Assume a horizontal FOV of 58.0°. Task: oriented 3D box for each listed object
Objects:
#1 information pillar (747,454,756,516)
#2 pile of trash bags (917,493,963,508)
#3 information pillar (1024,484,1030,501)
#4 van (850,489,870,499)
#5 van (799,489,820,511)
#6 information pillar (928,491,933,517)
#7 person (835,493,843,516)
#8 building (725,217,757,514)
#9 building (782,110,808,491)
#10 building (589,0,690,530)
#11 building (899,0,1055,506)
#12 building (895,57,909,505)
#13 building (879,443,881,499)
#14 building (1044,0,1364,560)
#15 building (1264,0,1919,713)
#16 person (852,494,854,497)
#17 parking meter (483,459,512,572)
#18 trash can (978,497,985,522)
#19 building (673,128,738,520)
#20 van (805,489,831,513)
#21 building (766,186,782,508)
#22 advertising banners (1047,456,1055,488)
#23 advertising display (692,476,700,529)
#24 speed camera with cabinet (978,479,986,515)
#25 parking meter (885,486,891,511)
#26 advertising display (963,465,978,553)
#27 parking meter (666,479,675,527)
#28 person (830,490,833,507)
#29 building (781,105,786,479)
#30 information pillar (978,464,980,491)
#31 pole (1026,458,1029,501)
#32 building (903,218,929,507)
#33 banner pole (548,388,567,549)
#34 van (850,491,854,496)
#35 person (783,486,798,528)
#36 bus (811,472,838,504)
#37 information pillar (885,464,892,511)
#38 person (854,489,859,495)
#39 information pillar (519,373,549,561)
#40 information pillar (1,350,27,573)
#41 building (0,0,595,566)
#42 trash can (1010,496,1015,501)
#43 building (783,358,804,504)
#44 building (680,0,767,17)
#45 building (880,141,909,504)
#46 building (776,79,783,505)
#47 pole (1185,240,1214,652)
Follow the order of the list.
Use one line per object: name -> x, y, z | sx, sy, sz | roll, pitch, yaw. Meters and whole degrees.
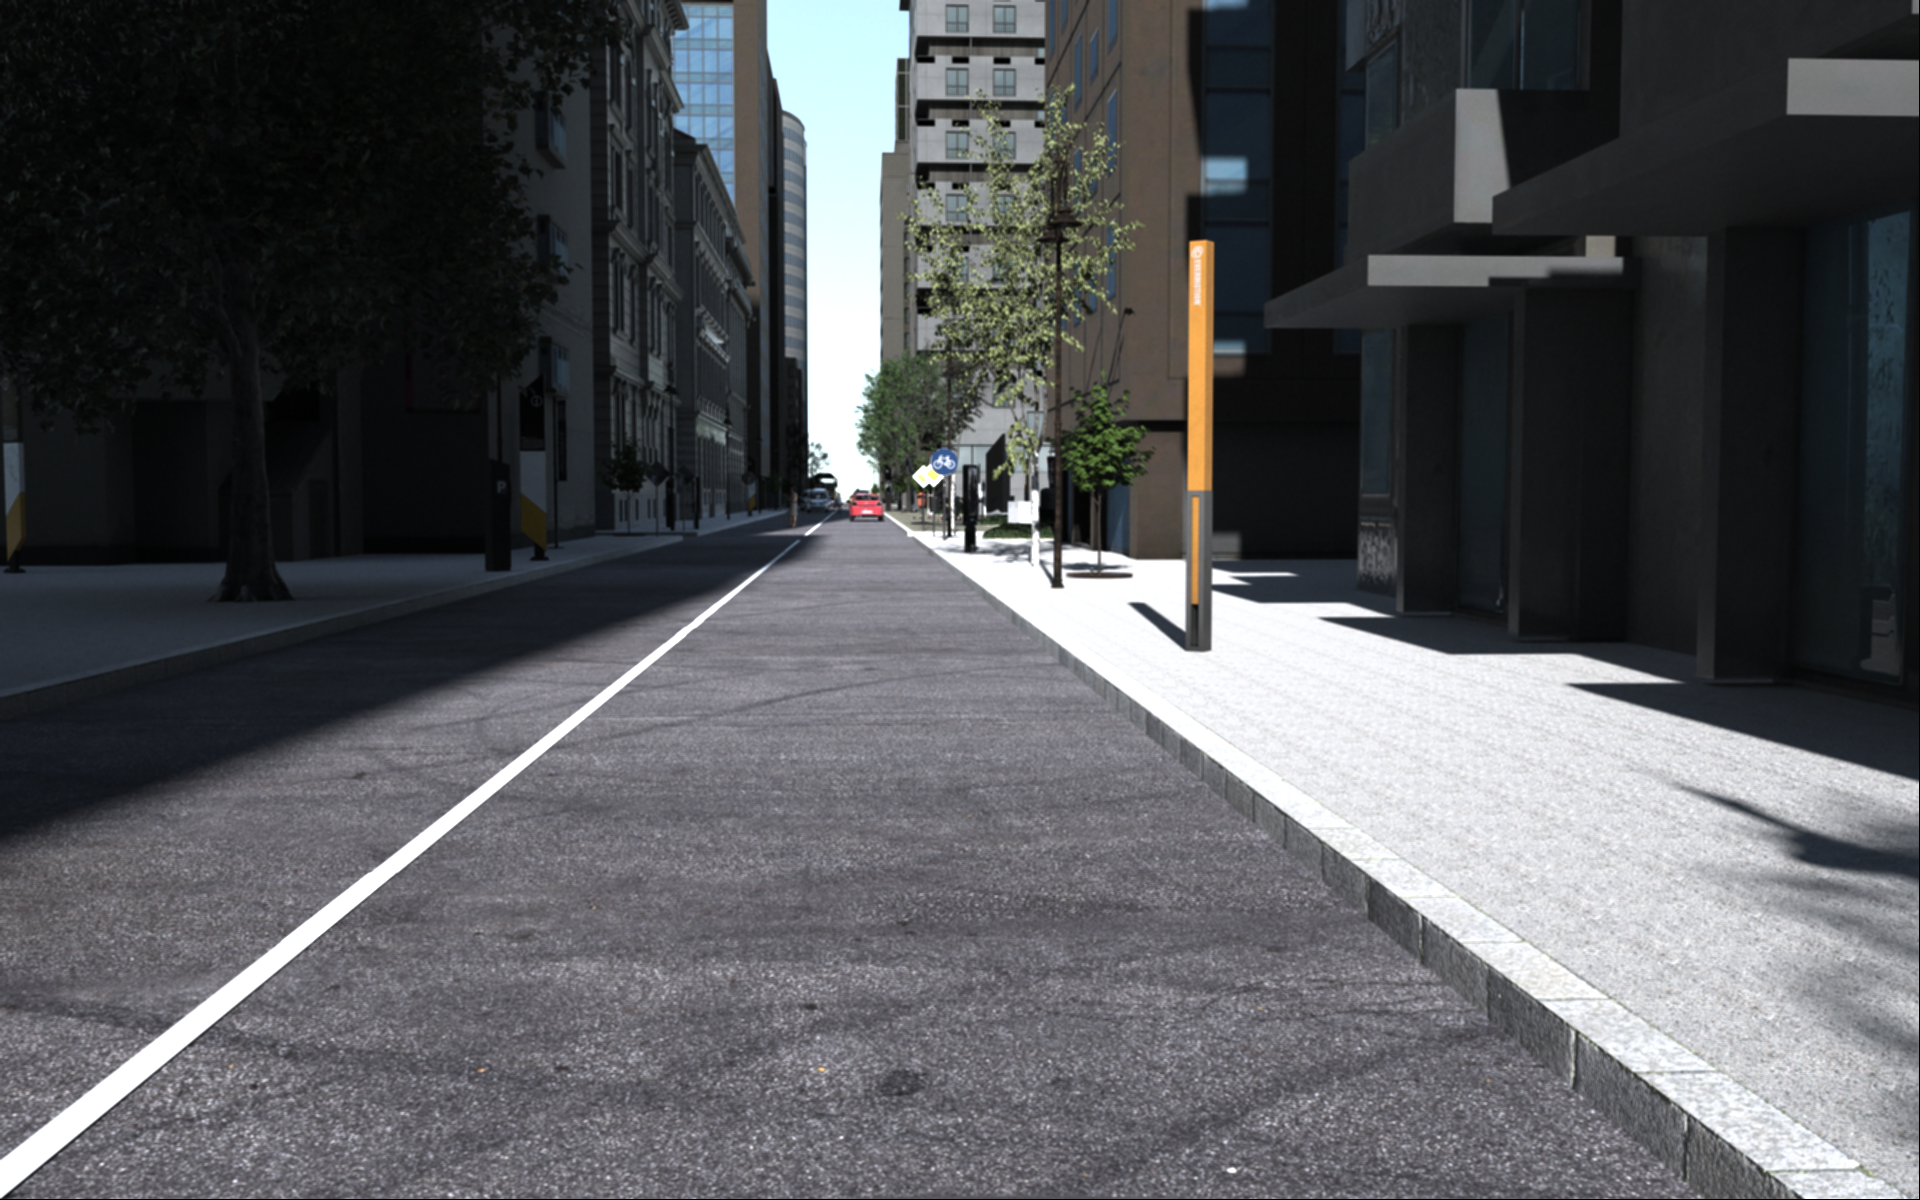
information pillar -> -12.224, -6.729, 101.379 | 0.504, 3.616, 0.183 | -1, 4, -9
pile of trash bags -> -1.119, -6.304, 112.820 | 3.447, 1.369, 1.912 | 1, 4, 11
information pillar -> 4.860, -7.409, 125.631 | 0.304, 2.012, 0.304 | 1, 4, 18
van -> -8.463, -8.707, 149.377 | 2.013, 2.044, 4.112 | 0, 4, -5
van -> -12.919, -8.732, 149.773 | 2.013, 2.044, 4.112 | 0, 4, -3
information pillar -> -1.670, -5.688, 97.494 | 0.304, 2.012, 0.304 | 0, 4, -5
person -> -7.790, -6.174, 112.038 | 0.523, 1.515, 0.503 | 1, 4, 22
building -> -21.005, -16.800, 116.482 | 13.314, 21.916, 24.055 | 0, 4, -3
building -> -33.852, -43.944, 260.476 | 21.231, 58.520, 28.212 | 0, 4, -3
building -> -19.044, -17.345, 70.978 | 14.401, 28.519, 23.554 | 0, 4, -3
building -> 9.032, -35.047, 162.250 | 28.713, 52.752, 27.495 | 0, 4, -3
building -> -2.384, -51.719, 283.851 | 20.563, 71.187, 20.611 | 0, 4, -3
building -> 1.838, -25.433, 260.865 | 27.650, 21.520, 28.899 | 0, 4, -3
building -> 9.597, -23.814, 39.472 | 14.600, 45.320, 14.200 | 0, 4, -3
building -> 15.554, -23.840, 9.386 | 23.786, 49.044, 30.456 | 0, 4, -3
person -> -12.602, -12.340, 210.278 | 1.348, 1.821, 0.705 | 1, 4, 11
parking meter -> -7.692, -1.414, 28.832 | 0.255, 1.863, 0.399 | 3, 4, 39
trash can -> 0.805, -4.183, 80.045 | 0.748, 1.137, 0.748 | 0, 3, 0
building -> -18.558, -15.771, 94.005 | 11.583, 22.565, 21.152 | 0, 4, -3
van -> -10.935, -7.731, 133.407 | 2.013, 2.044, 4.112 | 0, 4, -3
building -> -23.451, -23.469, 155.426 | 14.160, 30.474, 14.107 | 0, 4, -3
advertising banners -> 4.769, -5.112, 79.767 | 0.090, 3.025, 2.074 | -3, 5, -44
advertising display -> -9.695, -3.571, 63.595 | 0.123, 1.923, 0.974 | -1, 4, -17
speed camera with cabinet -> 1.436, -6.683, 103.596 | 0.660, 3.252, 2.038 | -1, 4, -19
parking meter -> -5.345, -7.518, 128.623 | 0.399, 1.863, 0.255 | 0, 4, 2
advertising display -> 0.227, -2.023, 38.296 | 0.123, 1.923, 0.974 | 1, 4, 13
parking meter -> -11.190, -3.744, 66.918 | 0.255, 1.863, 0.399 | 1, 4, 8
person -> -14.285, -11.281, 192.575 | 0.705, 1.869, 1.348 | 0, 4, -5
building -> -25.895, -32.604, 183.178 | 14.600, 45.320, 14.200 | 0, 4, -3
information pillar -> 1.465, -8.726, 134.020 | 0.183, 3.616, 0.504 | 0, 4, -8
pole -> 3.863, -6.435, 99.057 | 0.158, 3.312, 0.155 | 0, 3, 0
building -> 1.006, -25.171, 183.253 | 14.160, 30.474, 14.107 | 0, 4, -3
banner pole -> -9.403, -3.097, 40.660 | 0.401, 3.779, 0.863 | -3, 4, -37
van -> -15.423, -15.419, 259.114 | 2.013, 2.044, 4.112 | 0, 4, -4
person -> -7.236, -3.972, 73.803 | 0.532, 1.782, 0.716 | -2, 4, -33
bus -> -15.655, -12.831, 201.332 | 2.896, 3.916, 12.252 | 0, 4, -2
information pillar -> -5.577, -8.761, 134.593 | 0.504, 3.616, 0.183 | -1, 4, -10
person -> -7.728, -7.435, 129.917 | 0.638, 1.841, 0.748 | -2, 4, -24
information pillar -> -8.213, -2.570, 33.382 | 0.504, 3.616, 0.183 | -1, 4, -10
information pillar -> -15.336, -2.245, 28.061 | 0.504, 3.616, 0.183 | 2, 4, 35
building -> -20.850, -25.432, 39.522 | 21.600, 48.544, 21.300 | 0, 4, -3
trash can -> 3.949, -7.576, 135.525 | 0.748, 1.137, 0.748 | 0, 3, 0
building -> -35.411, -23.726, 232.961 | 27.650, 21.520, 28.899 | 0, 4, -3
building -> -22.856, -30.015, 140.855 | 14.600, 45.320, 14.200 | 0, 4, -3
building -> -0.009, -37.337, 234.163 | 21.300, 48.544, 21.600 | 0, 4, -3
building -> -25.346, -31.737, 169.012 | 14.600, 45.320, 14.200 | 0, 4, -3
pole -> 1.950, -1.237, 14.063 | 0.158, 3.312, 0.155 | 0, 3, 0
